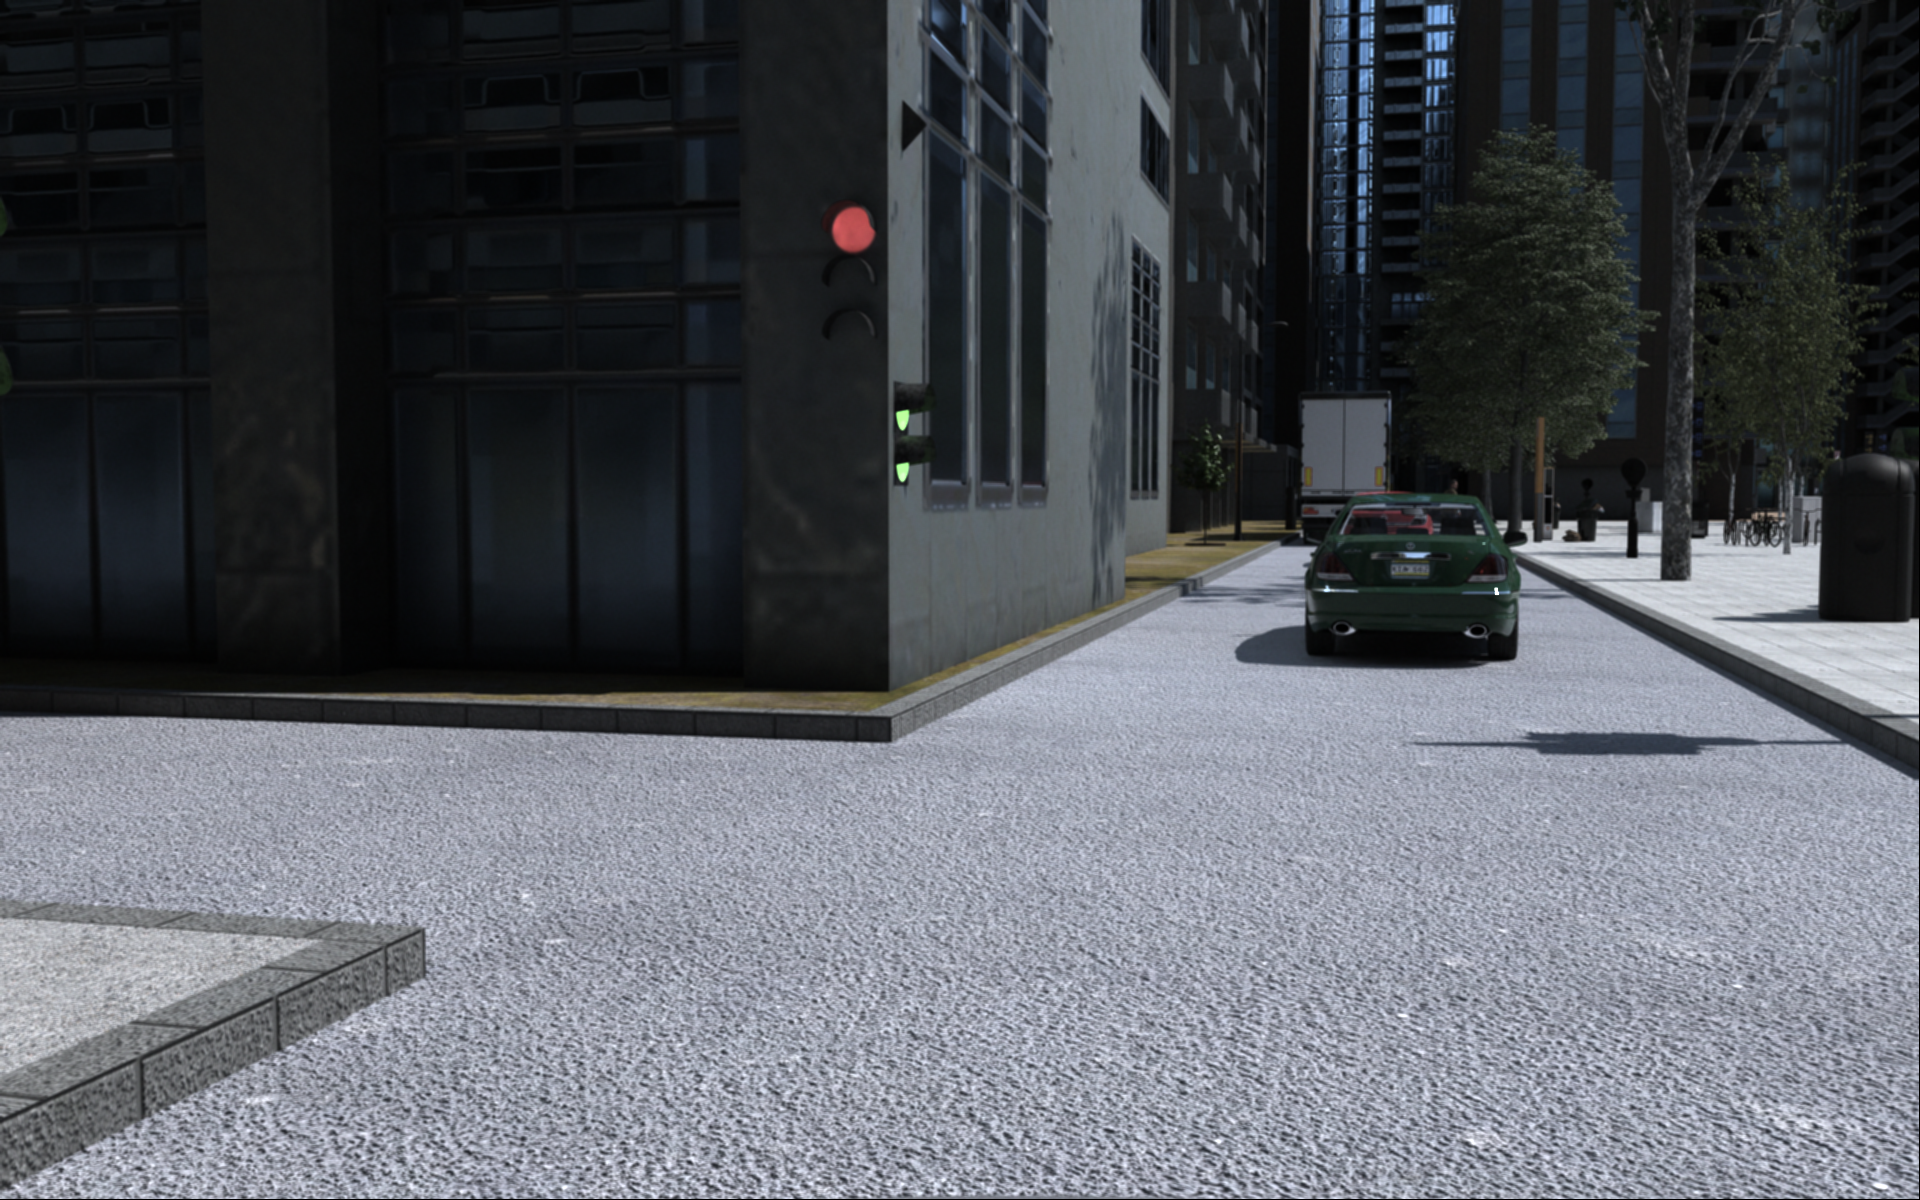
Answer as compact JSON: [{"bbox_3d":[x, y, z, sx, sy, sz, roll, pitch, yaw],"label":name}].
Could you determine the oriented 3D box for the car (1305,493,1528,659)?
[{"bbox_3d":[4.346,-0.294,16.600,2.131,1.459,4.920,1,4,15],"label":"car"}]

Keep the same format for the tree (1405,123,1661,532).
[{"bbox_3d":[17.685,-8.289,53.659,7.486,12.596,7.792,0,3,0],"label":"tree"}]

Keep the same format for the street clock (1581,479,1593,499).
[{"bbox_3d":[29.303,-4.673,80.969,0.471,2.002,0.358,0,4,4],"label":"street clock"}]

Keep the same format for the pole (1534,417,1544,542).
[{"bbox_3d":[15.358,-3.186,45.941,0.158,3.312,0.155,0,3,0],"label":"pole"}]

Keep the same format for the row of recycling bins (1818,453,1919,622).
[{"bbox_3d":[10.229,-0.701,18.581,1.069,1.692,3.534,3,5,45],"label":"row of recycling bins"}]

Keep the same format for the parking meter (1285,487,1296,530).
[{"bbox_3d":[11.771,-3.254,61.611,0.372,1.533,0.369,0,3,0],"label":"parking meter"}]

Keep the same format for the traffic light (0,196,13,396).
[{"bbox_3d":[-2.507,-0.903,3.685,0.839,4.253,0.868,1,4,14],"label":"traffic light"}]

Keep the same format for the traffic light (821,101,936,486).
[{"bbox_3d":[-0.603,-1.377,11.440,0.839,4.253,0.868,1,4,14],"label":"traffic light"}]

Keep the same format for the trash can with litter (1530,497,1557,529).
[{"bbox_3d":[21.323,-3.163,63.104,1.055,1.170,0.624,1,4,23],"label":"trash can with litter"}]

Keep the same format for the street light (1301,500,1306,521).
[{"bbox_3d":[16.706,-6.635,81.020,1.470,5.913,1.316,1,4,14],"label":"street light"}]

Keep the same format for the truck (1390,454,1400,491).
[{"bbox_3d":[30.738,-8.439,126.891,2.839,4.237,11.283,1,4,15],"label":"truck"}]

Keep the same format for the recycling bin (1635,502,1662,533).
[{"bbox_3d":[22.806,-2.748,57.482,0.722,1.027,0.722,-3,5,-43],"label":"recycling bin"}]

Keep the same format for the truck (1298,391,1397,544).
[{"bbox_3d":[11.824,-3.901,52.690,2.839,4.237,11.283,1,4,14],"label":"truck"}]

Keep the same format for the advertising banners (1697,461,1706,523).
[{"bbox_3d":[27.125,-4.112,63.427,0.090,3.025,2.074,1,4,16],"label":"advertising banners"}]

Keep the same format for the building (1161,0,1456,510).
[{"bbox_3d":[37.777,-52.751,175.152,31.000,86.520,22.319,1,4,14],"label":"building"}]

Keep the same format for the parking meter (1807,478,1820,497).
[{"bbox_3d":[31.791,-3.598,64.535,0.399,1.863,0.255,-2,4,-27],"label":"parking meter"}]

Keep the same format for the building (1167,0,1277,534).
[{"bbox_3d":[-0.380,-27.268,65.437,23.786,49.044,30.456,1,4,14],"label":"building"}]

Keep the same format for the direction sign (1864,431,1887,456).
[{"bbox_3d":[33.111,-4.325,62.712,0.876,3.537,0.379,0,4,-8],"label":"direction sign"}]

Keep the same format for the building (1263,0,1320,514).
[{"bbox_3d":[15.993,-28.301,112.826,14.600,45.320,14.200,1,4,14],"label":"building"}]

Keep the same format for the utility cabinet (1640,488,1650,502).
[{"bbox_3d":[24.383,-3.239,61.634,0.318,1.500,1.173,1,4,20],"label":"utility cabinet"}]

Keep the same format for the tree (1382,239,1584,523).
[{"bbox_3d":[22.962,-9.687,75.391,9.611,12.733,9.660,0,3,0],"label":"tree"}]

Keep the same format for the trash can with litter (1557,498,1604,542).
[{"bbox_3d":[16.739,-2.152,46.566,1.055,1.170,0.624,-2,4,-31],"label":"trash can with litter"}]

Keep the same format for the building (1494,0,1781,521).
[{"bbox_3d":[33.303,-26.898,89.899,14.600,45.320,14.200,1,4,14],"label":"building"}]

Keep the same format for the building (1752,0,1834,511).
[{"bbox_3d":[81.966,-33.432,166.227,30.456,49.044,23.786,1,4,14],"label":"building"}]

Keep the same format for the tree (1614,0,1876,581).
[{"bbox_3d":[11.638,-10.287,24.087,12.611,20.169,13.585,0,3,0],"label":"tree"}]

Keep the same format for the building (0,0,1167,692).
[{"bbox_3d":[-7.609,-43.645,26.262,22.319,86.520,31.000,1,4,14],"label":"building"}]

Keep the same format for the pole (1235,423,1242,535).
[{"bbox_3d":[8.036,-3.433,49.979,0.158,3.312,0.155,0,3,0],"label":"pole"}]

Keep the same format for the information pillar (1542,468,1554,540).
[{"bbox_3d":[16.300,-2.674,48.205,0.304,2.012,0.304,-1,4,-12],"label":"information pillar"}]

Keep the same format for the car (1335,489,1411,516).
[{"bbox_3d":[8.752,-1.617,35.470,2.155,1.783,4.494,1,4,15],"label":"car"}]

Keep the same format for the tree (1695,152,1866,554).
[{"bbox_3d":[17.510,-5.279,36.678,4.737,8.622,4.395,0,3,0],"label":"tree"}]

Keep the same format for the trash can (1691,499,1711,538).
[{"bbox_3d":[21.388,-2.361,50.260,0.748,1.137,0.748,0,3,0],"label":"trash can"}]

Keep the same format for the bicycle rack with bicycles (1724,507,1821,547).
[{"bbox_3d":[20.275,-1.810,42.982,2.852,0.926,2.925,1,4,20],"label":"bicycle rack with bicycles"}]

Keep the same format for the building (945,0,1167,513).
[{"bbox_3d":[16.689,-51.179,149.441,31.000,86.520,22.319,1,4,14],"label":"building"}]

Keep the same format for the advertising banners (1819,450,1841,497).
[{"bbox_3d":[34.532,-4.455,69.034,2.074,3.025,0.090,-2,4,-35],"label":"advertising banners"}]

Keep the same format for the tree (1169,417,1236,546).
[{"bbox_3d":[6.231,-2.974,43.228,1.663,3.219,1.824,0,3,0],"label":"tree"}]

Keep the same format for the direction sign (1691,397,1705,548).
[{"bbox_3d":[17.074,-2.985,40.799,0.379,3.537,0.876,-3,4,-38],"label":"direction sign"}]

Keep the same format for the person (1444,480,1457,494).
[{"bbox_3d":[13.994,-2.504,49.346,0.656,1.842,0.836,3,4,38],"label":"person"}]

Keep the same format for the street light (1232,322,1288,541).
[{"bbox_3d":[8.147,-4.555,47.018,1.470,5.913,1.316,1,4,14],"label":"street light"}]

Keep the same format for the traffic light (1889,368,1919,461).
[{"bbox_3d":[5.822,-1.282,9.885,0.839,4.253,0.868,1,4,14],"label":"traffic light"}]

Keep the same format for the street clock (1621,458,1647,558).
[{"bbox_3d":[13.523,-1.848,34.784,0.471,2.002,0.358,2,4,29],"label":"street clock"}]

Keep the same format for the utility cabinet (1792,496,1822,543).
[{"bbox_3d":[22.304,-2.100,45.492,1.020,1.237,0.306,-2,4,-30],"label":"utility cabinet"}]

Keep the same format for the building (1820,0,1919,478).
[{"bbox_3d":[79.250,-29.929,139.455,14.200,45.320,14.600,1,4,14],"label":"building"}]

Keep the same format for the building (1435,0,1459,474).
[{"bbox_3d":[50.859,-31.727,138.349,23.786,49.044,30.456,1,4,14],"label":"building"}]

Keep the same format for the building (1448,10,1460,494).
[{"bbox_3d":[36.770,-20.327,104.050,14.160,30.474,14.107,1,4,14],"label":"building"}]

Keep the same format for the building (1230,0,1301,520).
[{"bbox_3d":[8.703,-40.225,95.933,20.563,71.187,20.611,1,4,14],"label":"building"}]

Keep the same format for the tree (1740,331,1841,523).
[{"bbox_3d":[36.847,-7.770,77.399,4.360,8.622,3.978,0,3,0],"label":"tree"}]
